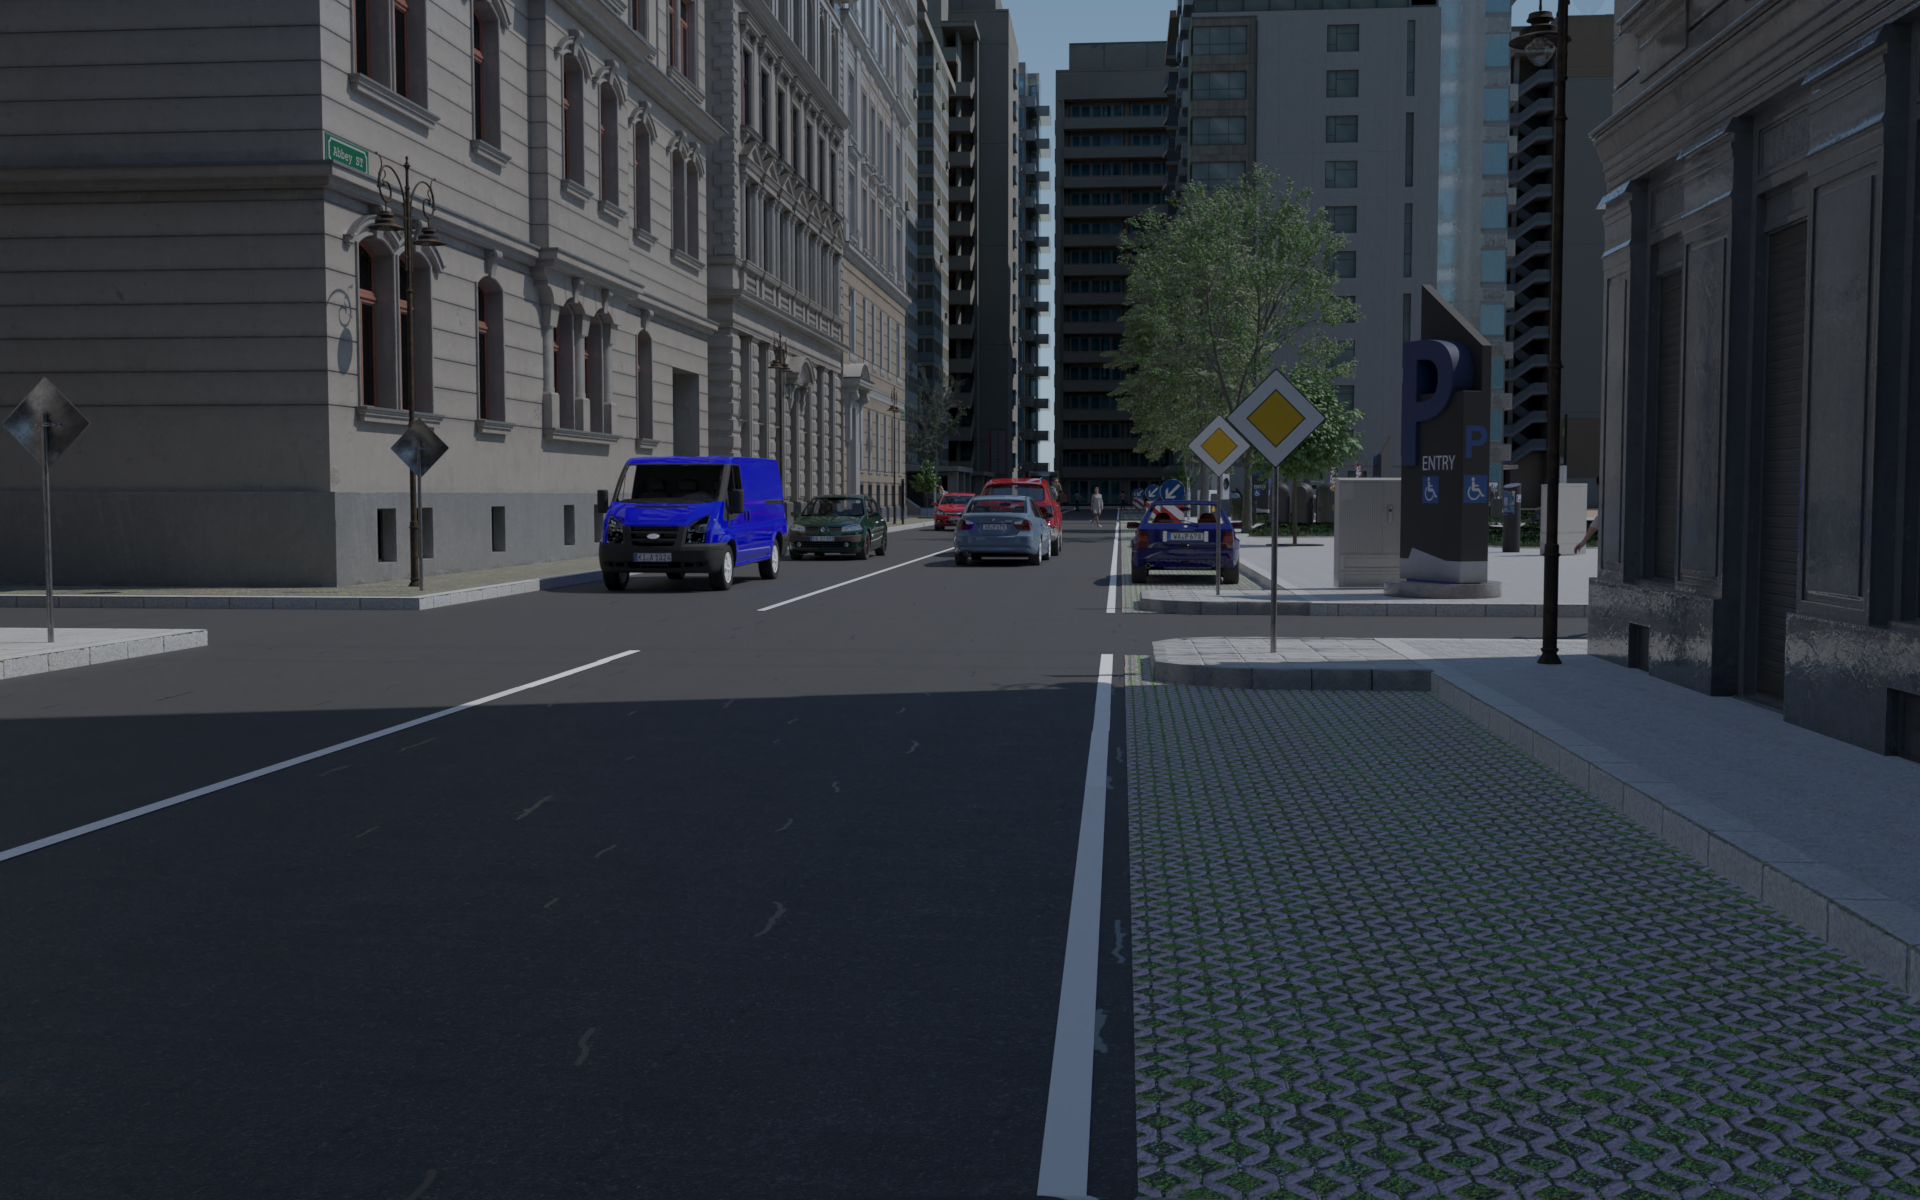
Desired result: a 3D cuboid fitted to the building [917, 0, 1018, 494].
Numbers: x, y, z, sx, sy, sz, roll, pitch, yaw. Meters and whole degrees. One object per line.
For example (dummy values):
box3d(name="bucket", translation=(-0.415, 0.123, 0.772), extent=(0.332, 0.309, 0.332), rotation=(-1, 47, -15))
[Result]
box3d(name="building", translation=(-5.652, -32.976, 162.864), extent=(21.600, 48.544, 21.300), rotation=(0, 4, 5))

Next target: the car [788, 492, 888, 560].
box3d(name="car", translation=(-2.716, -1.786, 38.993), extent=(2.009, 1.686, 4.222), rotation=(0, 4, 6))

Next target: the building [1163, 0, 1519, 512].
box3d(name="building", translation=(27.164, -31.017, 126.741), extent=(23.786, 49.044, 30.456), rotation=(0, 4, 5))

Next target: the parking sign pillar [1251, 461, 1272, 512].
box3d(name="parking sign pillar", translation=(16.037, -6.388, 92.908), extent=(1.447, 3.967, 1.447), rotation=(2, 4, 35))

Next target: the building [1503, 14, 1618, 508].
box3d(name="building", translation=(55.888, -31.225, 160.647), extent=(14.200, 45.320, 14.600), rotation=(0, 4, 5))

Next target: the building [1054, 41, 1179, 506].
box3d(name="building", translation=(21.297, -34.618, 189.701), extent=(21.600, 48.544, 21.300), rotation=(0, 4, 5))

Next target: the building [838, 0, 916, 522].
box3d(name="building", translation=(-9.729, -17.773, 76.495), extent=(13.634, 28.700, 20.117), rotation=(0, 4, 5))

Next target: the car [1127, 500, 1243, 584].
box3d(name="car", translation=(3.743, -0.995, 28.851), extent=(1.945, 1.354, 3.894), rotation=(0, 4, 7))

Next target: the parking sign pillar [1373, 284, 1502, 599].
box3d(name="parking sign pillar", translation=(6.084, -2.034, 21.733), extent=(1.447, 3.967, 1.447), rotation=(-1, 4, -19))

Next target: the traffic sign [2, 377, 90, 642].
box3d(name="traffic sign", translation=(-7.866, -0.690, 14.928), extent=(0.795, 2.450, 0.064), rotation=(0, 4, 5))

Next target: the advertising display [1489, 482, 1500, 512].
box3d(name="advertising display", translation=(27.716, -5.217, 90.513), extent=(0.123, 1.923, 0.974), rotation=(-3, 5, -43))

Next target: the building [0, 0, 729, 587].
box3d(name="building", translation=(-13.736, -15.118, 34.562), extent=(14.401, 28.519, 23.554), rotation=(0, 4, 5))

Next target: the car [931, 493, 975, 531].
box3d(name="car", translation=(-0.034, -3.654, 68.789), extent=(2.155, 1.783, 4.494), rotation=(0, 4, 3))

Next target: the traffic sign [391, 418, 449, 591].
box3d(name="traffic sign", translation=(-7.131, -1.177, 22.879), extent=(0.795, 2.450, 0.064), rotation=(0, 4, 5))

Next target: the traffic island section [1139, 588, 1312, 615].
box3d(name="traffic island section", translation=(3.291, 0.019, 21.976), extent=(2.009, 0.180, 2.903), rotation=(0, 4, 5))

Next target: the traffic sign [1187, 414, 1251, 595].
box3d(name="traffic sign", translation=(3.267, -1.117, 21.901), extent=(0.795, 2.450, 0.064), rotation=(0, 4, 5))

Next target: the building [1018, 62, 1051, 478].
box3d(name="building", translation=(-5.117, -35.085, 193.246), extent=(30.456, 49.044, 23.786), rotation=(0, 4, 5))

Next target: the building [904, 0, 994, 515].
box3d(name="building", translation=(-13.727, -27.205, 136.676), extent=(32.217, 40.220, 23.993), rotation=(0, 4, 5))

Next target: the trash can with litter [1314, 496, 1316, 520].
box3d(name="trash can with litter", translation=(18.048, -4.543, 85.334), extent=(2.233, 1.210, 1.678), rotation=(-1, 4, -21))

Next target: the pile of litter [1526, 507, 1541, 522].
box3d(name="pile of litter", translation=(20.968, -2.936, 61.963), extent=(1.719, 0.858, 1.176), rotation=(0, 4, 3))

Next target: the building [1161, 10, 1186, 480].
box3d(name="building", translation=(29.503, -30.689, 156.388), extent=(22.147, 44.769, 28.867), rotation=(0, 4, 5))

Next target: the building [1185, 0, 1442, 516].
box3d(name="building", translation=(20.734, -20.381, 104.939), extent=(14.160, 30.474, 14.107), rotation=(0, 4, 5))

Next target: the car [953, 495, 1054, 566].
box3d(name="car", translation=(0.918, -1.474, 36.105), extent=(2.014, 1.417, 4.499), rotation=(0, 4, 7))

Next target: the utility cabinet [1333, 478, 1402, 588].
box3d(name="utility cabinet", translation=(5.693, -0.905, 23.480), extent=(1.173, 1.500, 0.318), rotation=(0, 4, -1))

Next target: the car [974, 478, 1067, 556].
box3d(name="car", translation=(1.419, -2.022, 41.740), extent=(2.281, 1.827, 5.304), rotation=(0, 4, 4))

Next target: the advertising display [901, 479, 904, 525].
box3d(name="advertising display", translation=(-2.426, -4.169, 73.385), extent=(0.123, 1.923, 0.974), rotation=(0, 4, -3))

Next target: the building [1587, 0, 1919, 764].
box3d(name="building", translation=(8.872, -9.468, 3.946), extent=(9.793, 20.994, 18.267), rotation=(0, 4, 5))

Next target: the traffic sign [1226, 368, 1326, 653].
box3d(name="traffic sign", translation=(2.532, -0.630, 13.950), extent=(0.795, 2.450, 0.064), rotation=(0, 4, 5))

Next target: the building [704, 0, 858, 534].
box3d(name="building", translation=(-10.101, -13.929, 56.613), extent=(11.050, 23.489, 19.941), rotation=(0, 4, 5))

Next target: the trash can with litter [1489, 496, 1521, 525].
box3d(name="trash can with litter", translation=(22.304, -3.668, 71.031), extent=(1.678, 1.210, 2.233), rotation=(-3, 5, -45))

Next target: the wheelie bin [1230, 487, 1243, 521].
box3d(name="wheelie bin", translation=(13.255, -4.589, 82.934), extent=(0.693, 1.594, 0.980), rotation=(0, 4, 2))

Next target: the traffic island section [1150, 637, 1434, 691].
box3d(name="traffic island section", translation=(2.556, 0.505, 14.025), extent=(2.009, 0.180, 2.903), rotation=(0, 4, 5))

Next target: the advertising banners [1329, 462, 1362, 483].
box3d(name="advertising banners", translation=(19.449, -5.540, 86.774), extent=(2.074, 3.025, 0.090), rotation=(1, 4, 10))
